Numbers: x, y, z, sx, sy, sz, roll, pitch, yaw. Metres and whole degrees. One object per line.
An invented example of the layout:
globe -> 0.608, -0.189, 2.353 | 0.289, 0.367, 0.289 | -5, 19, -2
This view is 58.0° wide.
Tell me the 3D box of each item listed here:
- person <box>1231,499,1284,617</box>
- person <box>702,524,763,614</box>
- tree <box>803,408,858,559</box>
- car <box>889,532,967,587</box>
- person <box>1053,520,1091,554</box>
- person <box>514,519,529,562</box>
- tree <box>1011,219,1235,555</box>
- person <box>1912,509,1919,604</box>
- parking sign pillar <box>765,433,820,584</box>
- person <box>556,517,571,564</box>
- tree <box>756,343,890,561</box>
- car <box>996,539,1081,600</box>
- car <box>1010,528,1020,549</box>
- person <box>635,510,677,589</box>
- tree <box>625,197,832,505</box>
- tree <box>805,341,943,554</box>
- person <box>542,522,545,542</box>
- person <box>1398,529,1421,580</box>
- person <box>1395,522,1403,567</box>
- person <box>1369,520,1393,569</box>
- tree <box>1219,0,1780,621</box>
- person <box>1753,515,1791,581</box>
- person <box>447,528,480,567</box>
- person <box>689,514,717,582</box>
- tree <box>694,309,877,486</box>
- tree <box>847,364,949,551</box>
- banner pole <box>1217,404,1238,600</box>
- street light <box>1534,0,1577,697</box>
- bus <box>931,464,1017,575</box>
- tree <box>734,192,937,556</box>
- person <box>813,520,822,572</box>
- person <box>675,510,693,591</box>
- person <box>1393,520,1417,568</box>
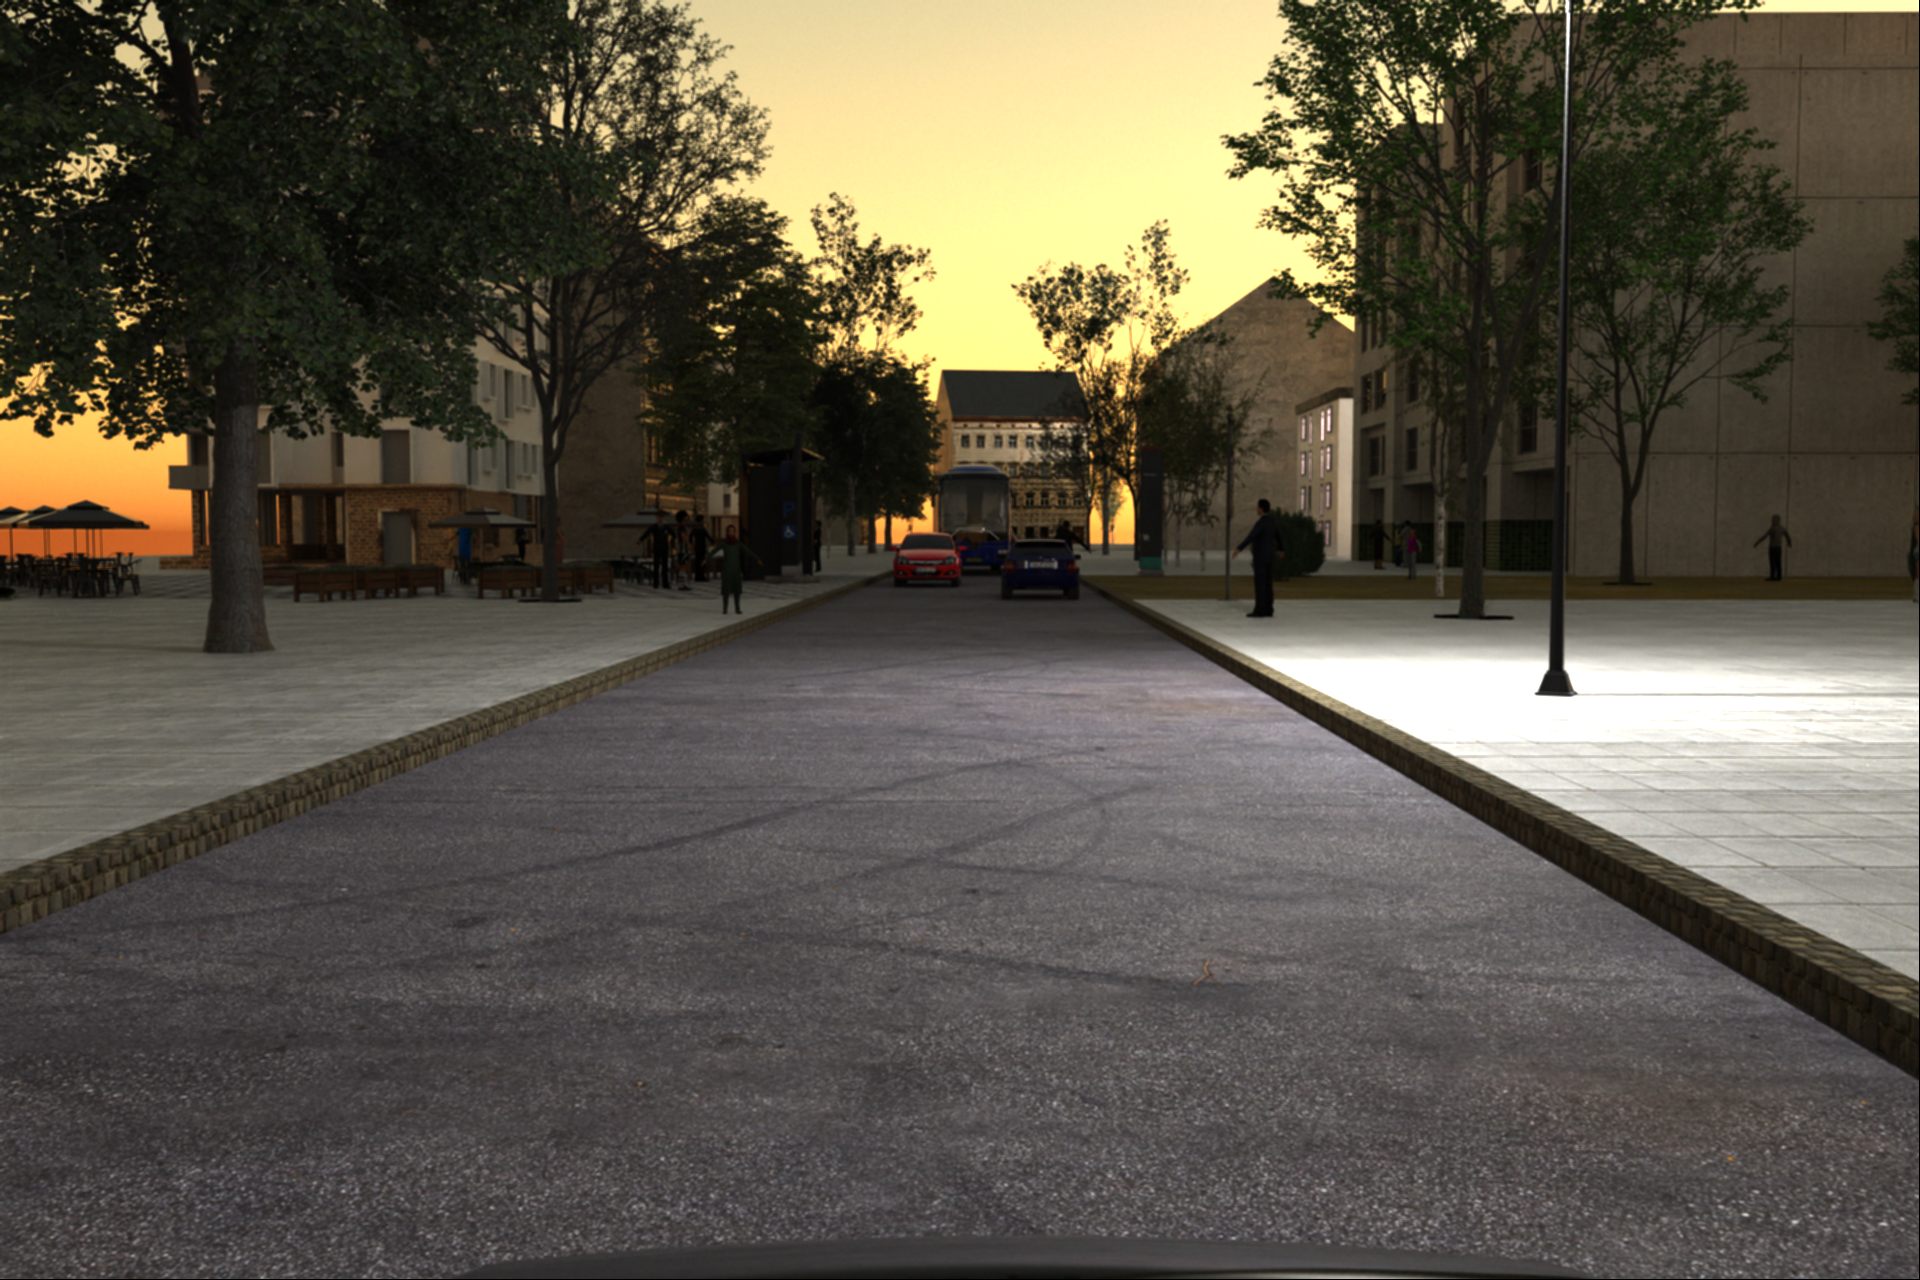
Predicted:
person -> 4.673, -1.270, 26.816 | 0.704, 1.823, 1.345 | 3, 5, 43
person -> -3.664, -1.139, 27.829 | 0.989, 1.438, 0.599 | -1, 4, -17
tree -> -6.774, -8.523, 89.714 | 4.360, 8.622, 3.978 | 0, 3, 0
car -> -0.879, -2.402, 48.308 | 2.155, 1.783, 4.494 | 0, 4, 1
person -> 2.883, -2.324, 46.680 | 1.346, 1.802, 0.704 | 2, 4, 26
person -> -16.658, -3.679, 65.937 | 0.705, 1.856, 1.354 | -2, 4, -24
tree -> 9.742, -15.225, 104.824 | 12.611, 20.169, 13.585 | 0, 3, 0
person -> 17.821, -1.550, 31.952 | 0.721, 1.753, 1.214 | 2, 4, 33
parking sign pillar -> -4.417, -3.487, 45.486 | 1.447, 3.967, 1.447 | 0, 4, 1
person -> -10.604, -2.401, 46.058 | 0.721, 1.733, 1.217 | -2, 4, -30
tree -> -7.114, -9.011, 81.740 | 8.767, 10.594, 7.601 | 2, 4, 24
car -> 1.786, -1.630, 39.226 | 1.945, 1.354, 3.894 | 0, 4, 1
car -> 1.816, -4.682, 85.229 | 2.281, 1.827, 5.304 | 0, 4, 0
person -> -7.043, -2.132, 40.799 | 1.347, 1.837, 0.705 | -2, 4, -30
tree -> -7.684, -8.612, 58.928 | 7.486, 12.596, 7.792 | 0, 3, 0
tree -> -5.865, -12.644, 113.387 | 9.857, 13.997, 8.962 | 0, 3, 0
person -> -16.084, -3.751, 67.550 | 0.704, 1.802, 1.346 | 0, 4, 3
person -> 12.651, -2.410, 48.675 | 0.599, 1.433, 0.991 | -2, 4, -24
person -> 17.309, -3.763, 67.987 | 0.721, 1.772, 1.216 | 0, 4, 1
person -> 15.333, -3.498, 63.327 | 0.704, 1.812, 1.346 | -2, 4, -25
tree -> 7.953, -6.130, 25.976 | 9.928, 11.665, 9.643 | 0, 3, 0
person -> 22.296, -2.525, 47.405 | 1.348, 1.813, 0.705 | -1, 4, -22
person -> -17.679, -3.404, 61.782 | 1.347, 1.817, 0.704 | 1, 4, 17
person -> -6.944, -2.464, 46.468 | 0.705, 1.806, 1.347 | -3, 5, -42
tree -> -6.850, -8.375, 71.347 | 7.601, 10.594, 8.767 | 2, 4, 29
tree -> -5.401, -13.688, 130.455 | 9.857, 13.997, 8.962 | 0, 3, 0
banner pole -> 5.196, -2.647, 33.302 | 0.401, 3.779, 0.863 | 0, 4, 1
street light -> 5.301, -2.514, 13.640 | 1.470, 5.913, 1.316 | 0, 4, 1
bus -> 0.590, -4.459, 64.444 | 2.896, 3.916, 12.251 | 0, 4, 1
tree -> -7.314, -14.872, 99.051 | 12.611, 20.169, 13.585 | 0, 3, 0
person -> -4.862, -3.146, 58.156 | 0.721, 1.740, 1.216 | 0, 4, -6
person -> -6.256, -2.028, 39.297 | 0.704, 1.843, 1.345 | -1, 4, -16
person -> 16.935, -3.640, 65.700 | 1.347, 1.806, 0.705 | -2, 4, -34
